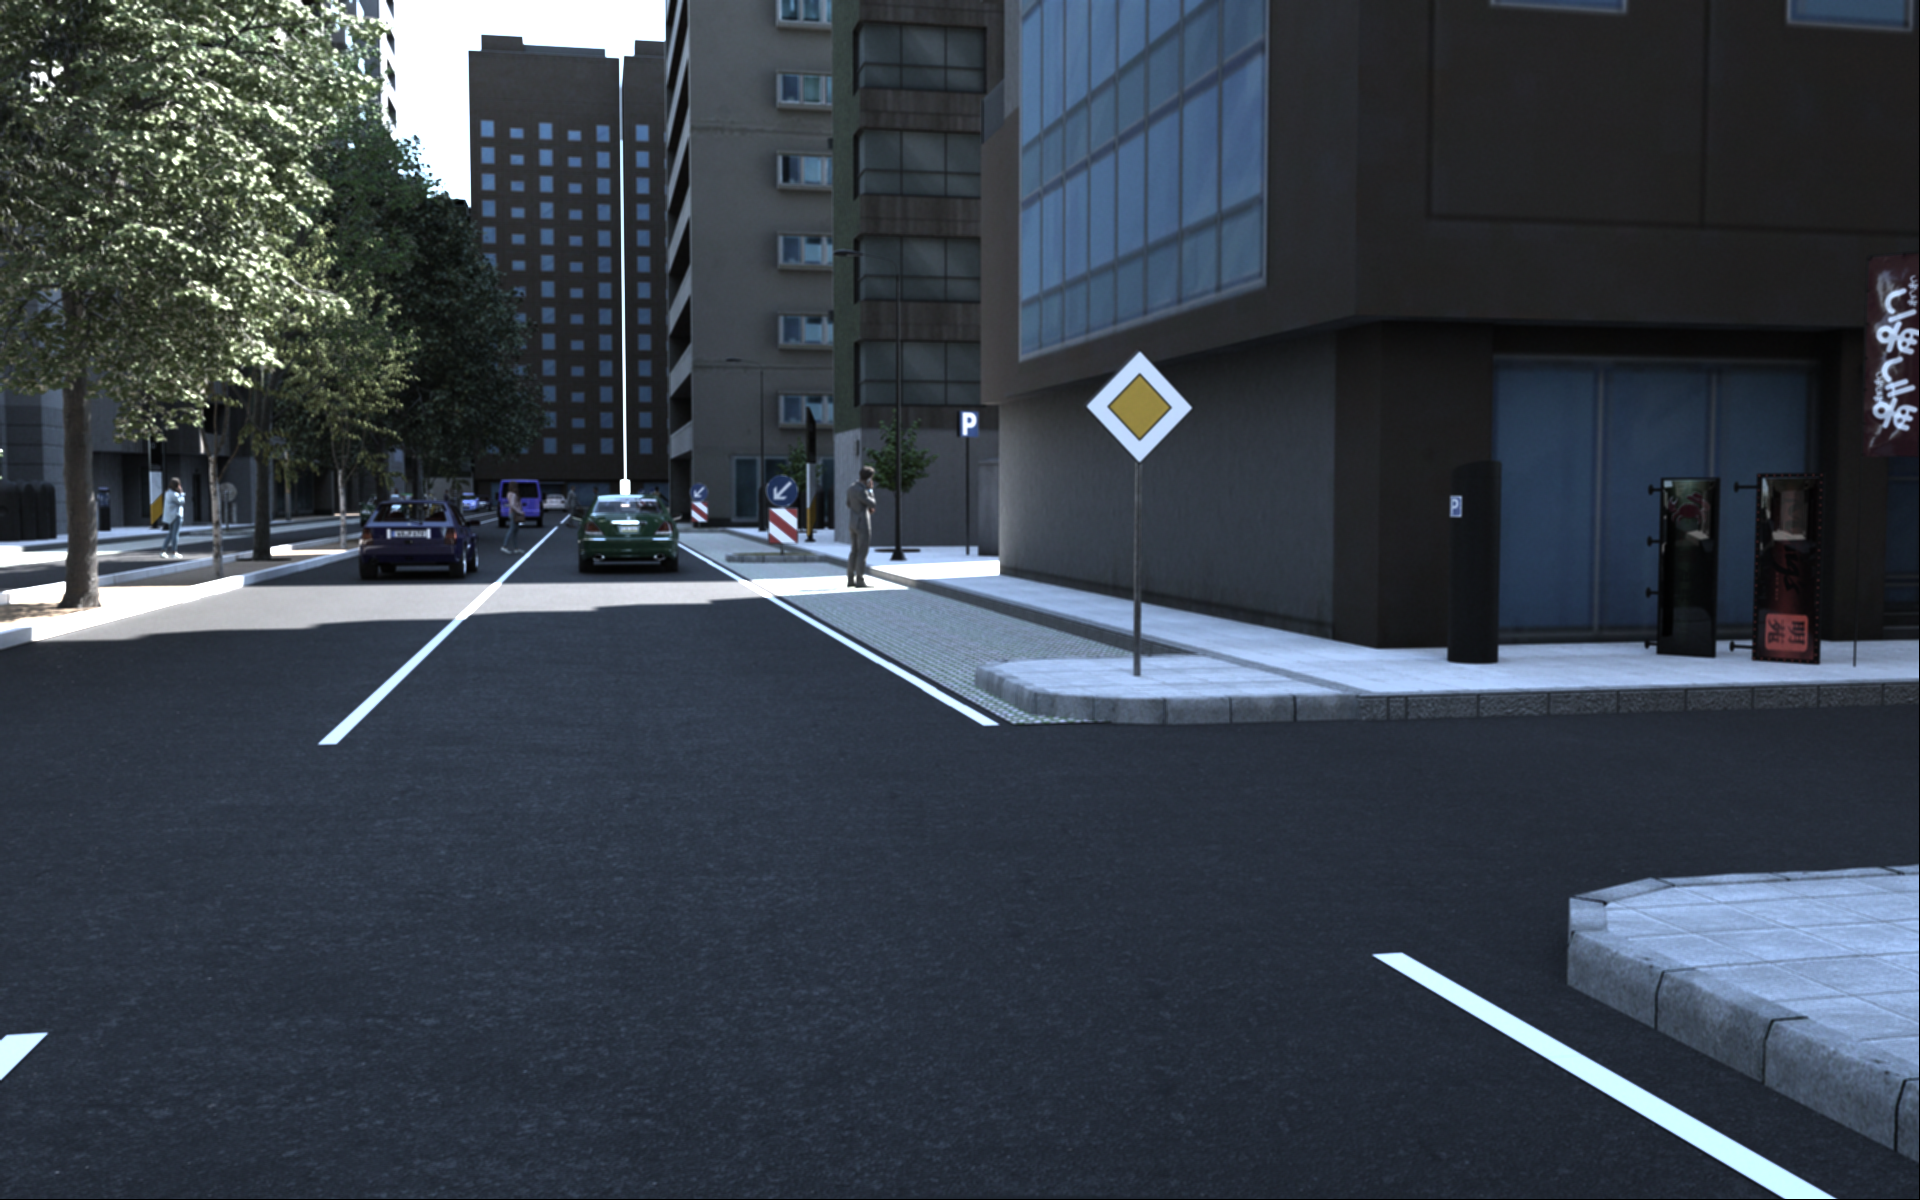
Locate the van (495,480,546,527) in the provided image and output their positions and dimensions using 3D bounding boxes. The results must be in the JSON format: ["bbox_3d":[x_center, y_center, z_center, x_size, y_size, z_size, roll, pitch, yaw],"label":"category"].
[{"bbox_3d":[-19.438,-4.418,76.619,2.240,2.365,5.245,-1,4,-14],"label":"van"}]

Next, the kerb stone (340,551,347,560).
[{"bbox_3d":[-13.451,-0.932,37.441,0.120,0.150,1.000,-1,4,-12],"label":"kerb stone"}]

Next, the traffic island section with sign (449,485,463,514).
[{"bbox_3d":[-24.274,-4.597,83.290,2.006,1.907,1.989,-1,4,-12],"label":"traffic island section with sign"}]

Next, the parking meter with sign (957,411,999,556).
[{"bbox_3d":[0.730,-2.422,35.856,0.543,3.016,1.738,-3,5,-43],"label":"parking meter with sign"}]

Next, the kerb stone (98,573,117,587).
[{"bbox_3d":[-13.376,-0.291,26.983,0.120,0.150,1.000,-1,4,-12],"label":"kerb stone"}]

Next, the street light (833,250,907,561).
[{"bbox_3d":[-1.722,-3.709,33.181,1.470,5.913,1.316,-1,4,-12],"label":"street light"}]

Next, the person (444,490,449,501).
[{"bbox_3d":[-33.281,-6.288,112.231,0.530,1.710,0.541,-1,4,-15],"label":"person"}]

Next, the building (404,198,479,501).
[{"bbox_3d":[-54.768,-24.359,169.966,14.107,30.474,14.160,-1,4,-12],"label":"building"}]

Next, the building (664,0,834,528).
[{"bbox_3d":[-1.848,-27.701,76.620,21.300,48.544,21.600,-1,4,-12],"label":"building"}]

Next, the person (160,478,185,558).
[{"bbox_3d":[-17.728,-1.847,38.955,0.793,1.790,0.793,1,4,10],"label":"person"}]

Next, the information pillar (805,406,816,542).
[{"bbox_3d":[-4.003,-3.375,46.540,0.183,3.616,0.504,1,4,17],"label":"information pillar"}]

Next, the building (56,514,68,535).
[{"bbox_3d":[-36.115,-30.408,39.172,21.231,58.520,28.212,-1,4,-12],"label":"building"}]

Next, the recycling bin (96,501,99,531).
[{"bbox_3d":[-30.537,-2.971,61.131,0.722,1.027,0.722,-1,4,-17],"label":"recycling bin"}]

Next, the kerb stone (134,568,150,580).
[{"bbox_3d":[-13.795,-0.415,28.996,0.120,0.150,1.000,-1,4,-12],"label":"kerb stone"}]

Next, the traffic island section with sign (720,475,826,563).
[{"bbox_3d":[-3.953,-1.720,36.756,1.989,1.847,2.006,-1,4,-12],"label":"traffic island section with sign"}]

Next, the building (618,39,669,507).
[{"bbox_3d":[-26.770,-32.130,175.437,14.200,45.320,14.600,-1,4,-12],"label":"building"}]

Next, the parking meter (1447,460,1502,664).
[{"bbox_3d":[3.926,-0.294,13.222,0.372,1.533,0.369,0,3,0],"label":"parking meter"}]

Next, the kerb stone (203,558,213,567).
[{"bbox_3d":[-14.860,-0.722,34.011,0.120,0.150,1.000,-1,4,-12],"label":"kerb stone"}]

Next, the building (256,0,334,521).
[{"bbox_3d":[-45.840,-28.529,90.158,21.300,48.544,21.600,-1,4,-12],"label":"building"}]

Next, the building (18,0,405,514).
[{"bbox_3d":[-60.807,-36.637,141.014,28.212,58.520,21.231,-1,4,-12],"label":"building"}]

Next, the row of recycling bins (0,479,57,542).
[{"bbox_3d":[-26.120,-2.518,48.276,1.069,1.692,3.534,-1,4,-9],"label":"row of recycling bins"}]

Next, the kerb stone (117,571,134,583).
[{"bbox_3d":[-13.578,-0.353,27.990,0.120,0.150,1.000,-1,4,-12],"label":"kerb stone"}]

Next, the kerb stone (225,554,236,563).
[{"bbox_3d":[-15.283,-0.839,36.012,0.120,0.150,1.000,-1,4,-12],"label":"kerb stone"}]

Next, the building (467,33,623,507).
[{"bbox_3d":[-41.133,-32.008,173.434,14.200,45.320,14.600,-1,4,-12],"label":"building"}]

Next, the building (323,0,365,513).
[{"bbox_3d":[-52.207,-30.321,115.352,23.786,49.044,30.456,-1,4,-12],"label":"building"}]

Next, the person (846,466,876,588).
[{"bbox_3d":[-1.474,-1.100,26.287,0.447,1.846,0.655,-2,4,-30],"label":"person"}]

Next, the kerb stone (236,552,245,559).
[{"bbox_3d":[-15.504,-0.898,37.010,0.120,0.150,1.000,-1,4,-12],"label":"kerb stone"}]

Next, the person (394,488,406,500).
[{"bbox_3d":[-28.679,-4.825,88.109,1.217,1.743,0.721,-1,4,-10],"label":"person"}]

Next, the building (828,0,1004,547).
[{"bbox_3d":[3.044,-16.977,49.284,14.160,30.474,14.107,-1,4,-12],"label":"building"}]

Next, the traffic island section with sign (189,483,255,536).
[{"bbox_3d":[-25.233,-3.113,59.527,1.989,1.847,2.006,-1,4,-12],"label":"traffic island section with sign"}]

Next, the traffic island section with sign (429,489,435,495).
[{"bbox_3d":[-41.374,-7.757,135.450,1.989,1.847,2.006,-1,4,-12],"label":"traffic island section with sign"}]

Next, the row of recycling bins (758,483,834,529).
[{"bbox_3d":[-5.728,-3.445,63.432,3.534,1.692,1.069,1,4,15],"label":"row of recycling bins"}]

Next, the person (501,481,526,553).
[{"bbox_3d":[-10.861,-2.012,41.984,0.643,1.750,0.593,-2,4,-29],"label":"person"}]

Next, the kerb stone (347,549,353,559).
[{"bbox_3d":[-13.661,-0.987,38.441,0.120,0.150,1.000,-1,4,-12],"label":"kerb stone"}]

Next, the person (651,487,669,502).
[{"bbox_3d":[-15.597,-4.932,89.234,1.348,1.812,0.705,0,4,8],"label":"person"}]

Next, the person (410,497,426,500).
[{"bbox_3d":[-29.349,-5.199,94.030,1.217,1.766,0.721,-3,5,-41],"label":"person"}]

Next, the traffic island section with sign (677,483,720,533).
[{"bbox_3d":[-9.866,-3.417,64.499,1.989,1.847,2.006,-1,4,-12],"label":"traffic island section with sign"}]

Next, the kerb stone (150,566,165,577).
[{"bbox_3d":[-14.008,-0.477,29.996,0.120,0.150,1.000,-1,4,-12],"label":"kerb stone"}]

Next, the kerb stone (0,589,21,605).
[{"bbox_3d":[-12.511,-0.047,22.963,0.120,0.150,1.000,-1,4,-12],"label":"kerb stone"}]

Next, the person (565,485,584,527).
[{"bbox_3d":[-16.631,-4.026,74.443,0.853,1.813,0.709,1,4,12],"label":"person"}]

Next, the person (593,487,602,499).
[{"bbox_3d":[-16.802,-4.368,80.261,0.721,1.781,0.623,-2,4,-27],"label":"person"}]

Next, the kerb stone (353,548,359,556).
[{"bbox_3d":[-13.878,-1.055,39.440,0.120,0.150,1.000,-1,4,-12],"label":"kerb stone"}]

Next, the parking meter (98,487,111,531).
[{"bbox_3d":[-29.666,-3.157,60.030,0.372,1.533,0.369,0,3,0],"label":"parking meter"}]

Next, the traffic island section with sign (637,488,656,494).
[{"bbox_3d":[-25.566,-7.936,138.380,1.989,1.847,2.006,-1,4,-12],"label":"traffic island section with sign"}]

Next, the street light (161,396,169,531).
[{"bbox_3d":[-27.365,-5.401,60.841,1.470,5.913,1.316,-1,4,-12],"label":"street light"}]

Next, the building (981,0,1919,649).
[{"bbox_3d":[8.648,-22.669,20.745,14.200,45.320,14.600,-1,4,-12],"label":"building"}]

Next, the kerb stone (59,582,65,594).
[{"bbox_3d":[-12.944,-0.164,24.971,0.120,0.150,1.000,-1,4,-12],"label":"kerb stone"}]

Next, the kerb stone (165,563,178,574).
[{"bbox_3d":[-14.221,-0.534,30.999,0.120,0.150,1.000,-1,4,-12],"label":"kerb stone"}]

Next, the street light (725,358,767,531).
[{"bbox_3d":[-7.309,-5.306,59.302,1.470,5.913,1.316,-1,4,-12],"label":"street light"}]

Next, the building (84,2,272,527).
[{"bbox_3d":[-36.722,-18.223,69.653,14.160,30.474,14.107,-1,4,-12],"label":"building"}]

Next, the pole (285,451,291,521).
[{"bbox_3d":[-31.951,-5.411,82.313,0.158,3.312,0.155,0,3,0],"label":"pole"}]

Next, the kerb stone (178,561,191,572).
[{"bbox_3d":[-14.433,-0.600,32.003,0.120,0.150,1.000,-1,4,-12],"label":"kerb stone"}]

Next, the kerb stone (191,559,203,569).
[{"bbox_3d":[-14.647,-0.661,33.005,0.120,0.150,1.000,-1,4,-12],"label":"kerb stone"}]

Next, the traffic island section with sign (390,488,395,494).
[{"bbox_3d":[-35.686,-6.122,108.716,1.989,1.847,2.006,-1,4,-12],"label":"traffic island section with sign"}]

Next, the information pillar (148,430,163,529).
[{"bbox_3d":[-29.598,-4.425,63.711,0.183,3.616,0.504,2,4,26],"label":"information pillar"}]

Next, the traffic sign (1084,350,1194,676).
[{"bbox_3d":[1.246,-0.520,12.152,0.795,2.450,0.064,-1,4,-12],"label":"traffic sign"}]

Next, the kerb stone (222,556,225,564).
[{"bbox_3d":[-15.070,-0.780,35.012,0.120,0.150,1.000,-1,4,-12],"label":"kerb stone"}]

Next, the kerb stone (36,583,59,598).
[{"bbox_3d":[-12.724,-0.104,23.964,0.120,0.150,1.000,-1,4,-12],"label":"kerb stone"}]
